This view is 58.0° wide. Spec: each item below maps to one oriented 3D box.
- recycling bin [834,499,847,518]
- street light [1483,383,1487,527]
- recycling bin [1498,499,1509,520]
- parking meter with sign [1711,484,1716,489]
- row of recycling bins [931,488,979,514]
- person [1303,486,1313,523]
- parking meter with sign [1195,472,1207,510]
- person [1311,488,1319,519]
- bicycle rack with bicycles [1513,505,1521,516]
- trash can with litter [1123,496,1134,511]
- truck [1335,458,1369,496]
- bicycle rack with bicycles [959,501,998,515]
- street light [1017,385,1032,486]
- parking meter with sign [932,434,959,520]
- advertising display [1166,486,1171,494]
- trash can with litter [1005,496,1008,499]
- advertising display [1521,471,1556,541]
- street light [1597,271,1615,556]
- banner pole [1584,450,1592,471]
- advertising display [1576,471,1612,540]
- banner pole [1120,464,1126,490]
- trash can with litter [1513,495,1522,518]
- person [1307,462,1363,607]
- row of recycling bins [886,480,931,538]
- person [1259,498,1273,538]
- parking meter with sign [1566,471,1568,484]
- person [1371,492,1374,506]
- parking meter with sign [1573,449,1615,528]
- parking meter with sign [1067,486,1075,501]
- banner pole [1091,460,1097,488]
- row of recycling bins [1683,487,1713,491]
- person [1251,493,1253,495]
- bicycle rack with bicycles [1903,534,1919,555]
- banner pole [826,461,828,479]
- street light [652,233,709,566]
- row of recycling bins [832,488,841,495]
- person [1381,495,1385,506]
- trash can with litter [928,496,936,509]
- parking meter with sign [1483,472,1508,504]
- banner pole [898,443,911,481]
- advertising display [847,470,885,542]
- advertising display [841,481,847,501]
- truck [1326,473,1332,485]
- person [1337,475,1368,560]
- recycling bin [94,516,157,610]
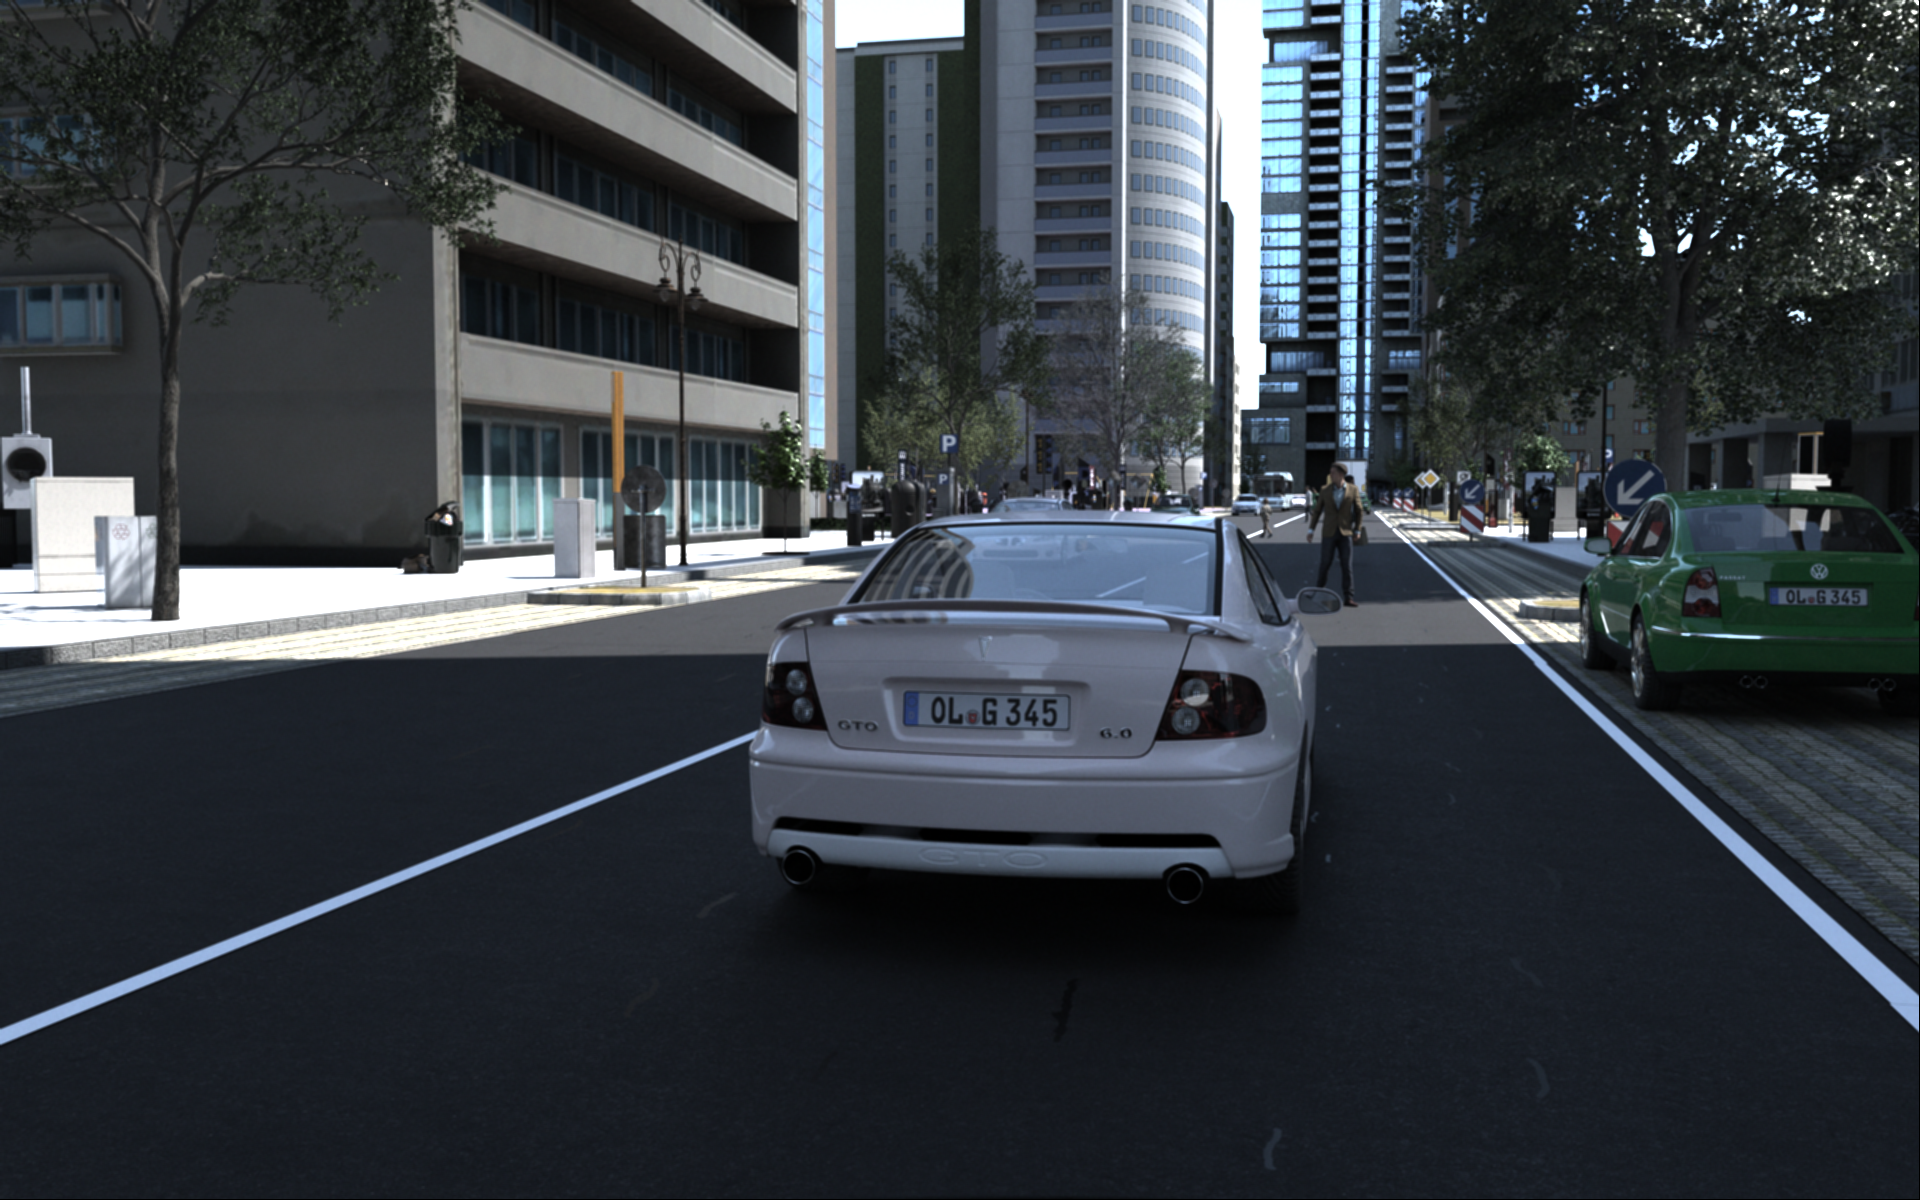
[{"bbox_3d":[-4.188,-3.145,63.967,0.722,1.027,0.722,2,4,32],"label":"recycling bin"},{"bbox_3d":[20.577,-5.811,67.804,0.468,5.910,1.993,1,4,13],"label":"street light"},{"bbox_3d":[27.159,-4.534,86.692,0.722,1.027,0.722,3,5,40],"label":"recycling bin"},{"bbox_3d":[54.741,-7.957,126.353,1.738,3.016,0.543,3,5,44],"label":"parking meter with sign"},{"bbox_3d":[-0.540,-6.311,110.290,3.534,1.692,1.069,0,4,8],"label":"row of recycling bins"},{"bbox_3d":[17.618,-4.819,87.139,0.795,1.843,0.661,0,4,5],"label":"person"},{"bbox_3d":[19.328,-8.786,139.905,0.543,3.016,1.738,-1,4,-17],"label":"parking meter with sign"},{"bbox_3d":[20.307,-5.565,99.739,0.600,1.795,0.529,3,5,41],"label":"person"},{"bbox_3d":[31.745,-5.390,101.504,2.852,0.926,2.925,0,4,1],"label":"bicycle rack with bicycles"},{"bbox_3d":[9.655,-5.239,97.046,1.055,1.170,0.624,3,5,41],"label":"trash can with litter"},{"bbox_3d":[31.944,-9.318,141.266,2.839,4.237,11.283,1,4,13],"label":"truck"},{"bbox_3d":[1.115,-4.812,92.055,2.852,0.926,2.925,0,4,-4],"label":"bicycle rack with bicycles"},{"bbox_3d":[2.465,-5.547,63.477,0.468,5.910,1.993,1,4,13],"label":"street light"},{"bbox_3d":[-0.448,-3.264,49.624,0.543,3.016,1.738,1,4,9],"label":"parking meter with sign"},{"bbox_3d":[15.994,-7.868,133.851,0.123,1.923,0.974,3,5,40],"label":"advertising display"},{"bbox_3d":[4.334,-8.666,153.075,1.055,1.170,0.624,-3,5,-41],"label":"trash can with litter"},{"bbox_3d":[15.897,-2.592,47.593,0.974,1.923,0.123,-1,4,-13],"label":"advertising display"},{"bbox_3d":[13.268,-3.844,35.644,0.468,5.910,1.993,1,4,13],"label":"street light"},{"bbox_3d":[35.380,-6.578,97.574,0.401,3.779,0.863,-1,4,-14],"label":"banner pole"},{"bbox_3d":[17.521,-2.610,47.881,0.123,1.923,0.974,-3,5,-44],"label":"advertising display"},{"bbox_3d":[11.764,-8.372,126.892,0.863,3.779,0.401,0,4,-3],"label":"banner pole"},{"bbox_3d":[30.166,-4.955,92.073,2.233,1.210,1.678,1,4,18],"label":"trash can with litter"},{"bbox_3d":[4.816,-0.849,22.298,0.656,1.842,0.836,-1,4,-20],"label":"person"},{"bbox_3d":[-1.522,-2.735,51.838,1.069,1.692,3.534,0,4,1],"label":"row of recycling bins"},{"bbox_3d":[10.012,-2.690,56.762,0.475,1.303,0.640,-3,5,-44],"label":"person"},{"bbox_3d":[47.520,-8.370,133.112,1.738,3.016,0.543,1,4,22],"label":"parking meter with sign"},{"bbox_3d":[51.323,-12.629,215.698,0.721,1.735,1.217,3,4,38],"label":"person"},{"bbox_3d":[24.186,-4.264,65.975,1.738,3.016,0.543,-3,4,-37],"label":"parking meter with sign"},{"bbox_3d":[9.919,-9.679,154.513,1.738,3.016,0.543,1,4,18],"label":"parking meter with sign"},{"bbox_3d":[10.000,-8.494,128.894,0.401,3.779,0.863,3,5,40],"label":"banner pole"},{"bbox_3d":[39.745,-5.279,93.422,1.069,1.692,3.534,3,5,45],"label":"row of recycling bins"},{"bbox_3d":[26.956,-9.155,158.631,0.568,1.767,0.683,0,4,-6],"label":"person"},{"bbox_3d":[15.053,-0.934,28.651,2.852,0.926,2.925,-1,4,-14],"label":"bicycle rack with bicycles"},{"bbox_3d":[-10.088,-8.645,131.365,0.401,3.779,0.863,0,4,-3],"label":"banner pole"},{"bbox_3d":[-4.972,-3.557,30.952,0.468,5.910,1.993,1,4,13],"label":"street light"},{"bbox_3d":[-10.067,-9.092,155.768,1.069,1.692,3.534,3,5,40],"label":"row of recycling bins"},{"bbox_3d":[48.060,-11.454,196.331,0.434,1.755,0.990,-1,4,-18],"label":"person"},{"bbox_3d":[-1.168,-4.967,92.600,0.624,1.170,1.055,2,4,35],"label":"trash can with litter"},{"bbox_3d":[34.324,-7.056,111.631,1.738,3.016,0.543,2,4,25],"label":"parking meter with sign"},{"bbox_3d":[-2.687,-5.809,84.987,0.863,3.779,0.401,-2,4,-31],"label":"banner pole"},{"bbox_3d":[-2.492,-2.534,46.642,0.974,1.923,0.123,-1,4,-22],"label":"advertising display"},{"bbox_3d":[-5.337,-4.783,83.409,0.974,1.923,0.123,2,4,35],"label":"advertising display"},{"bbox_3d":[35.682,-10.118,161.346,3.469,3.379,9.791,1,4,14],"label":"truck"},{"bbox_3d":[8.070,-1.682,35.982,0.794,1.824,0.713,-2,4,-25],"label":"person"},{"bbox_3d":[-9.366,-0.434,19.658,0.722,1.027,0.722,-2,4,-34],"label":"recycling bin"}]
